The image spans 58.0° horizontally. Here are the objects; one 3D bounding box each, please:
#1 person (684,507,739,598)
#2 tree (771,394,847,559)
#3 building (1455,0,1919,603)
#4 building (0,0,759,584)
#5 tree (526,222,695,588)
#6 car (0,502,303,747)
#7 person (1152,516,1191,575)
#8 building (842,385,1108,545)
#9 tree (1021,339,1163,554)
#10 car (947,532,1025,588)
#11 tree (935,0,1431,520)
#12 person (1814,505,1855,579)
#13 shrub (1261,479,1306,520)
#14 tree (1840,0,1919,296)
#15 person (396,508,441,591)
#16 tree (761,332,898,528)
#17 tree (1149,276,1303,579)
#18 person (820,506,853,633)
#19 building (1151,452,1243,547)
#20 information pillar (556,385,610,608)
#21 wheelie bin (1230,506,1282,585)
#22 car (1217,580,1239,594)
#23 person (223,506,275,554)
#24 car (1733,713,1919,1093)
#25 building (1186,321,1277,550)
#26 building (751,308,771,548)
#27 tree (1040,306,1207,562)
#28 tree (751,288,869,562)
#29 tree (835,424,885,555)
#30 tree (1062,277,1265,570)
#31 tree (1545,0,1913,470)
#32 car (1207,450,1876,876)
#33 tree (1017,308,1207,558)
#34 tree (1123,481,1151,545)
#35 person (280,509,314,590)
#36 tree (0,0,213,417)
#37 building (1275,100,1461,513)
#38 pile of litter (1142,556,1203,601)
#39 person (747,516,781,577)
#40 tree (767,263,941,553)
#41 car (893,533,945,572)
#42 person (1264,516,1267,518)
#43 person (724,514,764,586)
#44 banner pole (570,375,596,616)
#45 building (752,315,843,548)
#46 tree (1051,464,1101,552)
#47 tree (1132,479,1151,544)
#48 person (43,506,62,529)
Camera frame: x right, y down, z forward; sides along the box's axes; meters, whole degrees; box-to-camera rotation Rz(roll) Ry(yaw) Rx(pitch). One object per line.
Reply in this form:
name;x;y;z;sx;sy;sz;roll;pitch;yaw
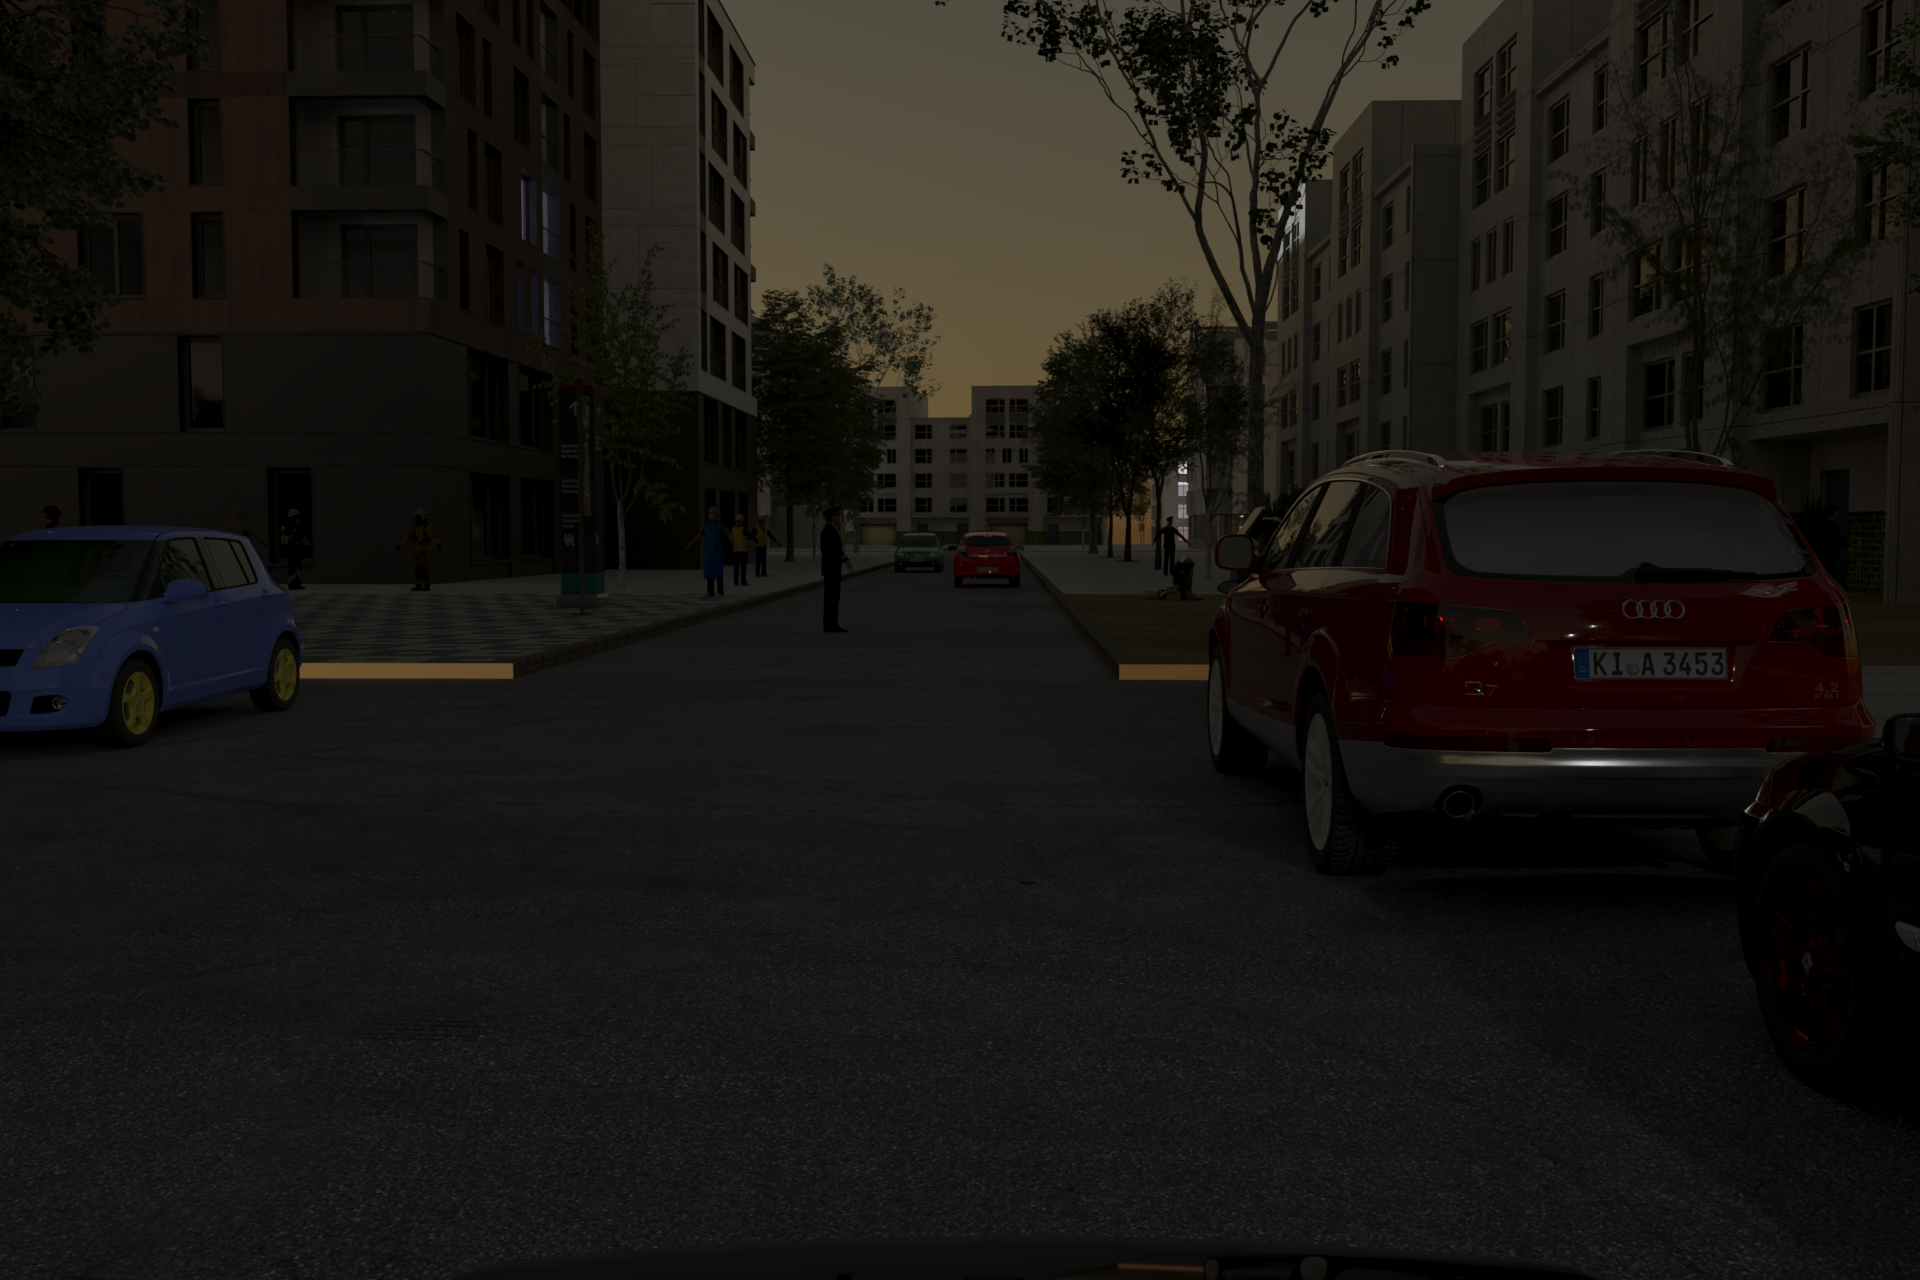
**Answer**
person;-4.931;-1.743;34.627;1.347;1.817;0.704;2;4;30
tree;-7.386;-8.503;89.392;4.360;8.622;3.978;0;3;0
building;26.063;-11.046;47.059;16.747;18.905;31.486;0;4;2
building;-23.349;-13.216;60.063;27.936;21.610;32.646;0;4;2
tree;-8.064;-5.541;40.961;4.737;8.622;4.395;0;3;0
car;-6.324;-0.194;12.767;1.945;1.707;3.694;0;4;2
person;6.512;-2.920;53.681;1.347;1.837;0.705;-1;4;-21
building;2.275;-21.063;213.287;31.486;18.905;16.747;0;4;6
tree;8.601;-12.555;111.924;9.857;13.997;8.962;0;3;0
car;0.727;-2.376;47.890;2.155;1.783;4.494;0;3;0
tree;5.182;-11.157;38.308;12.611;20.169;13.585;0;3;0
person;16.039;-1.573;31.905;0.705;1.806;1.347;0;4;1
shrub;4.562;-1.163;23.434;1.690;2.028;1.600;0;3;0
tree;16.718;-6.021;24.195;9.928;11.665;9.643;0;3;0
person;-12.140;-2.032;38.991;1.354;1.858;0.705;2;4;28
tree;-7.308;-10.974;97.554;7.486;12.596;7.792;0;3;0
tree;7.040;-6.081;49.792;4.360;8.622;3.978;0;3;0
person;-1.843;-1.036;25.328;0.705;1.837;1.347;-1;4;-19
building;24.768;-14.137;173.290;9.099;9.664;28.070;0;4;1
information pillar;-6.661;-2.516;30.514;0.750;3.857;0.750;0;4;3
wheelie bin;3.470;-0.745;20.094;0.693;1.594;0.980;0;4;0
car;3.179;-0.133;14.179;2.014;1.417;4.499;0;4;1
person;-13.832;-1.666;33.368;1.348;1.813;0.705;1;4;16
car;3.014;0.401;3.239;2.009;1.686;4.222;0;4;1
building;25.493;-18.236;154.577;16.016;20.090;11.380;0;4;1
building;-22.491;-17.628;144.632;16.016;20.090;11.380;0;4;1
tree;7.642;-9.403;79.493;9.928;11.665;9.643;0;3;0
tree;-8.098;-9.962;81.000;7.486;12.596;7.792;0;3;0
tree;-7.406;-9.588;107.118;4.360;8.622;3.978;0;3;0
tree;7.376;-7.809;62.097;7.601;10.594;8.767;-3;5;-43
tree;9.380;-4.409;22.447;4.360;8.622;3.978;0;3;0
car;2.522;-0.007;8.793;2.281;1.827;5.304;0;4;1
tree;8.241;-11.183;93.215;12.009;13.543;11.850;0;3;0
tree;22.055;-15.790;208.528;4.360;8.622;3.978;0;3;0
person;-15.297;-2.085;39.876;0.705;1.856;1.354;0;4;6
tree;-11.792;-6.666;15.639;9.857;13.997;8.962;0;3;0
building;25.358;-13.013;79.214;16.747;18.905;31.486;0;4;1
pile of litter;4.136;-1.215;33.824;1.176;0.858;1.719;0;4;1
person;-5.945;-2.810;51.920;0.705;1.833;1.349;3;5;42
tree;-7.203;-16.177;120.381;12.611;20.169;13.585;0;3;0
car;-1.545;-3.511;66.207;1.959;1.807;4.718;0;4;1
person;7.018;-2.049;40.308;0.721;1.733;1.217;2;4;27
person;-5.421;-2.237;43.032;1.216;1.772;0.721;2;4;25
banner pole;-5.979;-2.298;27.586;0.401;3.779;0.863;0;4;2
building;-21.490;-20.688;169.176;19.493;23.208;18.063;0;4;1
tree;8.945;-10.522;122.396;4.360;8.622;3.978;0;3;0
tree;22.487;-16.124;213.991;4.737;8.622;4.395;0;3;0
person;-17.477;-1.660;33.284;0.704;1.843;1.345;-1;4;-8
